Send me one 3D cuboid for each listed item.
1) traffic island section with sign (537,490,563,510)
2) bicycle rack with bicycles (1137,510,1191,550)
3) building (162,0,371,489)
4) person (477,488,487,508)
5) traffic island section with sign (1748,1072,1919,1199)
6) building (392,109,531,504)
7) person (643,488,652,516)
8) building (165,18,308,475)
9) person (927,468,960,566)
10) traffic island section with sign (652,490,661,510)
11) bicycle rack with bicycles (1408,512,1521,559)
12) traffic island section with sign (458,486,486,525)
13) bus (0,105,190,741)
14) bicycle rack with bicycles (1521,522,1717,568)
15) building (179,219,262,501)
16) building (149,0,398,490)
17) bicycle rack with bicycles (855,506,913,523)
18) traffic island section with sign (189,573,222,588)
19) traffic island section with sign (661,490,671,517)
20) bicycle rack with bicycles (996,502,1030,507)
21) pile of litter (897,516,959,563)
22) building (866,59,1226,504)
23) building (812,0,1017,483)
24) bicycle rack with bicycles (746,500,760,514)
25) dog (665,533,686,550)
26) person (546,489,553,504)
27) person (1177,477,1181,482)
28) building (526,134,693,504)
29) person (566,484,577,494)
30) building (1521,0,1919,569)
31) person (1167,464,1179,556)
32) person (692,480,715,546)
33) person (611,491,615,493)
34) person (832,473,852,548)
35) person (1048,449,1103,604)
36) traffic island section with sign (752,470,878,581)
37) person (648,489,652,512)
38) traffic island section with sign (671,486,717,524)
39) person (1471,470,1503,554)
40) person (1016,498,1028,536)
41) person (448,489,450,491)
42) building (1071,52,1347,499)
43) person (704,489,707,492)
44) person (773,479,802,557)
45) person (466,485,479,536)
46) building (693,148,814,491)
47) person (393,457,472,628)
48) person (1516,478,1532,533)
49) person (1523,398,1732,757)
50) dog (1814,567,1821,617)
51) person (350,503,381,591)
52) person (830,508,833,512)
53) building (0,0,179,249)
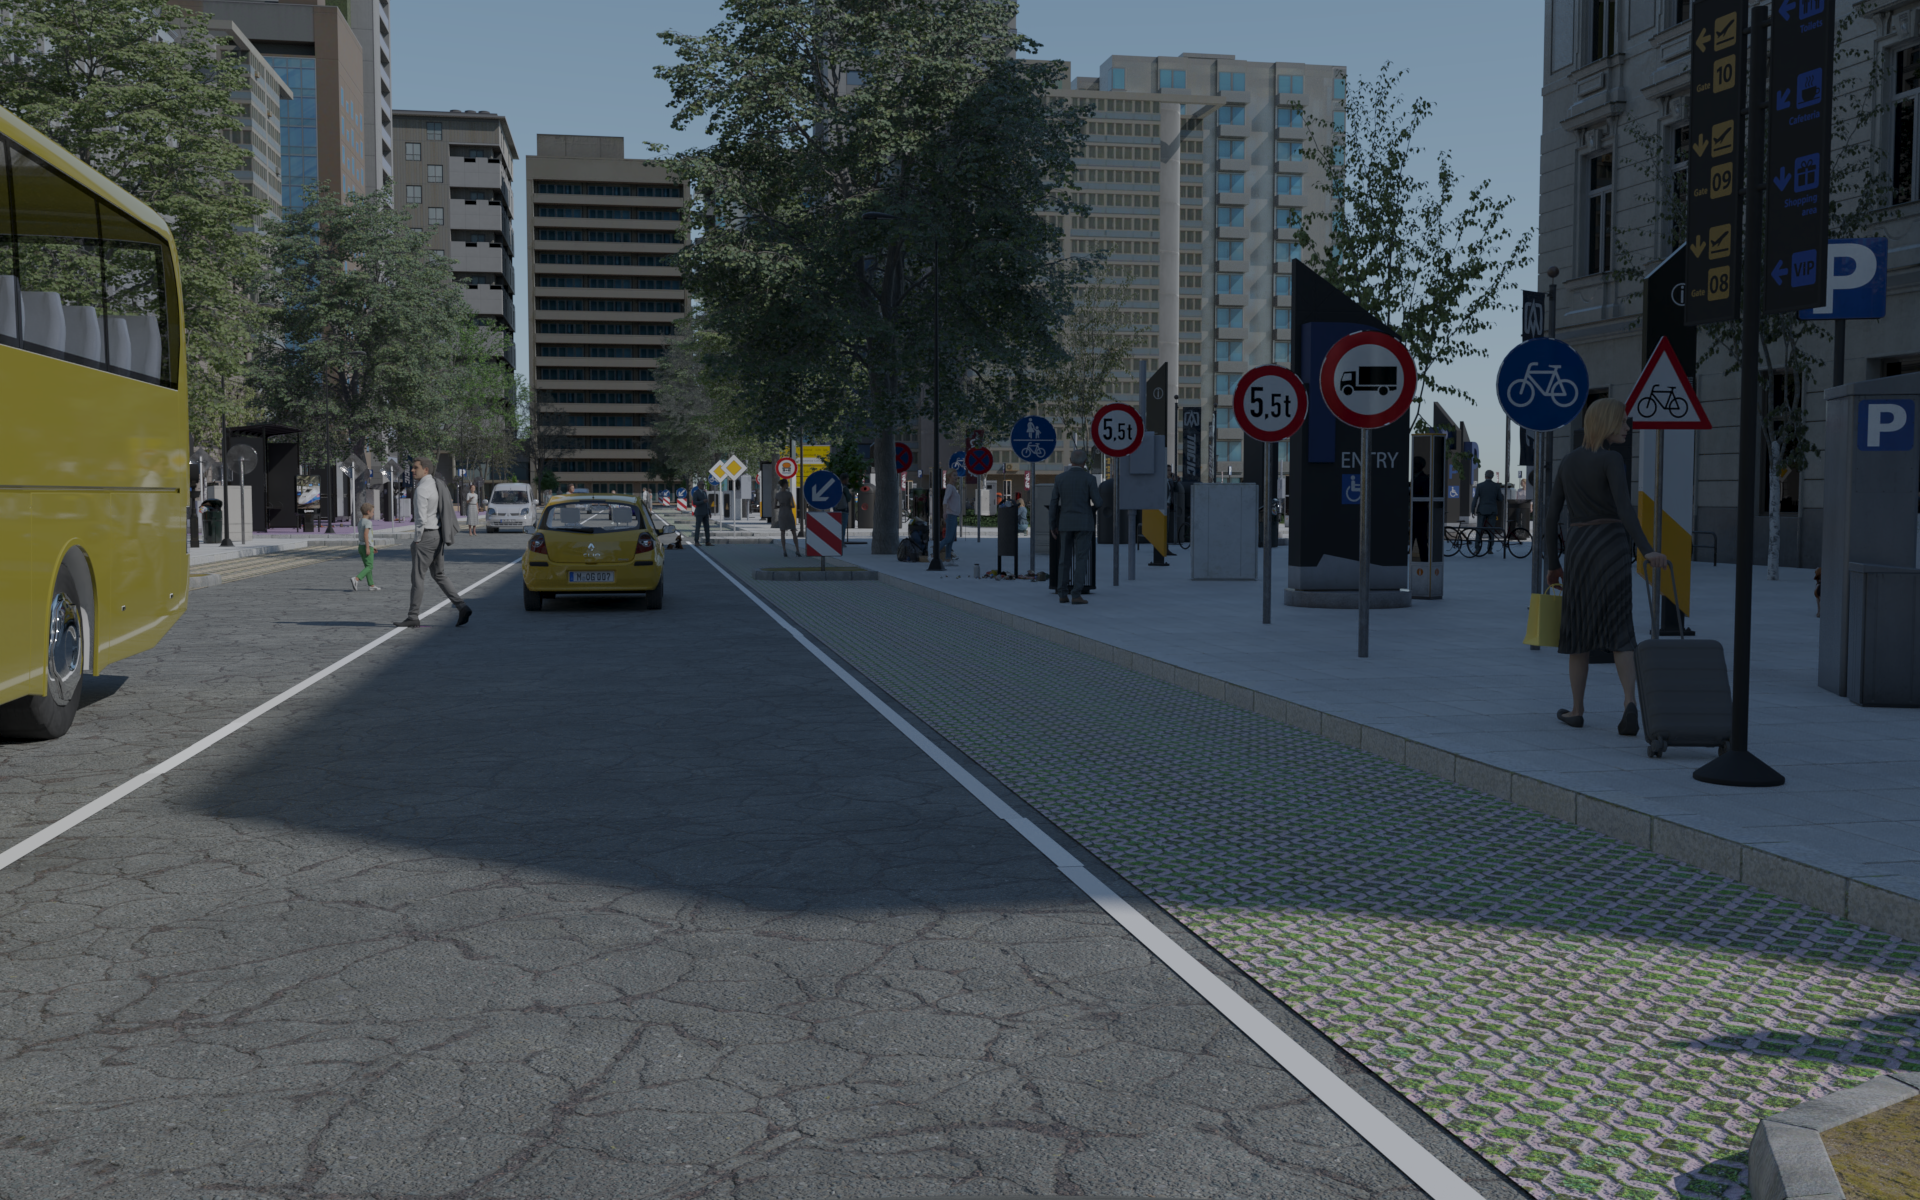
[{"bbox_3d":[-37.277,-9.063,156.815,1.989,1.847,2.006,-1,4,-11],"label":"traffic island section with sign"},{"bbox_3d":[5.144,-1.557,38.838,2.852,0.926,2.925,0,4,-4],"label":"bicycle rack with bicycles"},{"bbox_3d":[-61.835,-30.964,156.367,14.600,45.320,14.200,-1,4,-11],"label":"building"},{"bbox_3d":[-45.559,-9.696,164.601,1.348,1.821,0.705,-3,5,-41],"label":"person"},{"bbox_3d":[2.531,0.353,2.861,1.989,1.847,2.006,-1,4,-11],"label":"traffic island section with sign"},{"bbox_3d":[-72.572,-39.574,236.272,27.495,52.752,28.713,-1,4,-11],"label":"building"},{"bbox_3d":[-19.694,-6.122,108.698,0.850,1.850,0.679,1,4,23],"label":"person"},{"bbox_3d":[-67.148,-27.150,135.783,32.217,40.220,23.993,-1,4,-11],"label":"building"},{"bbox_3d":[-0.277,-1.463,30.632,0.598,1.740,0.731,0,4,-6],"label":"person"},{"bbox_3d":[-27.063,-9.191,158.894,1.989,1.847,2.006,-1,4,-11],"label":"traffic island section with sign"},{"bbox_3d":[9.631,-1.313,34.844,2.852,0.926,2.925,-2,4,-29],"label":"bicycle rack with bicycles"},{"bbox_3d":[-22.901,-4.427,81.005,1.989,1.847,2.006,-1,4,-11],"label":"traffic island section with sign"},{"bbox_3d":[-5.804,-0.952,7.110,2.896,3.916,12.252,-1,4,-13],"label":"bus"},{"bbox_3d":[12.228,-1.085,31.123,2.852,0.926,2.925,-1,4,-15],"label":"bicycle rack with bicycles"},{"bbox_3d":[-49.880,-14.724,105.373,10.561,19.102,19.286,-1,4,-11],"label":"building"},{"bbox_3d":[-71.986,-38.642,173.790,28.212,58.520,21.231,-1,4,-11],"label":"building"},{"bbox_3d":[-3.018,-3.909,77.287,2.925,0.926,2.852,1,4,9],"label":"bicycle rack with bicycles"},{"bbox_3d":[-12.636,-1.116,26.867,1.989,1.847,2.006,-1,4,-11],"label":"traffic island section with sign"},{"bbox_3d":[-17.800,-6.200,110.002,1.989,1.847,2.006,-1,4,-11],"label":"traffic island section with sign"},{"bbox_3d":[3.436,-6.106,113.213,2.925,0.926,2.852,-1,4,-14],"label":"bicycle rack with bicycles"},{"bbox_3d":[-0.554,-1.175,33.181,1.176,0.858,1.719,3,5,39],"label":"pile of litter"},{"bbox_3d":[5.263,-28.581,159.173,32.217,40.220,23.993,-1,4,-11],"label":"building"},{"bbox_3d":[-5.016,-39.232,183.440,21.231,58.520,28.212,-1,4,-11],"label":"building"},{"bbox_3d":[-13.810,-6.090,112.960,2.852,0.926,2.925,3,5,40],"label":"bicycle rack with bicycles"},{"bbox_3d":[-7.432,-1.505,44.800,0.748,0.427,0.550,-1,4,-18],"label":"dog"},{"bbox_3d":[-22.927,-5.345,96.899,0.512,1.701,0.522,-3,4,-36],"label":"person"},{"bbox_3d":[6.034,-2.488,47.296,0.524,1.755,0.480,0,4,-6],"label":"person"},{"bbox_3d":[-47.770,-37.532,237.354,21.600,48.544,21.300,-1,4,-11],"label":"building"},{"bbox_3d":[-13.145,-3.047,58.682,0.532,1.782,0.716,1,4,13],"label":"person"},{"bbox_3d":[24.574,-14.801,18.407,17.030,29.872,44.131,-1,4,-11],"label":"building"},{"bbox_3d":[4.353,-1.890,36.305,0.474,1.900,0.648,1,4,13],"label":"person"},{"bbox_3d":[-7.001,-2.367,47.375,0.590,1.801,0.661,2,4,32],"label":"person"},{"bbox_3d":[-16.475,-4.409,82.403,0.589,1.601,0.330,0,4,3],"label":"person"},{"bbox_3d":[-2.847,-2.136,41.317,0.623,1.781,0.721,1,4,21],"label":"person"},{"bbox_3d":[1.381,-0.863,20.336,0.661,1.801,0.590,1,4,20],"label":"person"},{"bbox_3d":[-2.503,-1.267,29.344,1.989,1.847,2.006,-1,4,-11],"label":"traffic island section with sign"},{"bbox_3d":[-21.070,-6.605,116.844,0.532,1.782,0.716,-2,4,-30],"label":"person"},{"bbox_3d":[-12.774,-4.580,83.518,1.989,1.847,2.006,-1,4,-11],"label":"traffic island section with sign"},{"bbox_3d":[11.304,-1.894,37.189,0.661,1.801,0.590,1,4,9],"label":"person"},{"bbox_3d":[1.691,-2.525,52.822,0.738,1.151,1.012,2,4,29],"label":"person"},{"bbox_3d":[-44.557,-8.791,150.491,0.721,1.735,1.217,-1,4,-12],"label":"person"},{"bbox_3d":[26.498,-34.987,191.647,30.456,49.044,23.786,-1,4,-11],"label":"building"},{"bbox_3d":[-21.605,-8.583,147.044,0.551,1.740,0.621,1,4,9],"label":"person"},{"bbox_3d":[-3.911,-1.864,39.323,0.599,1.781,0.374,1,4,13],"label":"person"},{"bbox_3d":[-16.572,-3.056,59.036,0.524,1.755,0.480,2,4,34],"label":"person"},{"bbox_3d":[-21.847,-38.128,242.998,30.456,49.044,23.786,-1,4,-11],"label":"building"},{"bbox_3d":[-5.675,-0.613,18.628,0.850,1.850,0.679,0,4,4],"label":"person"},{"bbox_3d":[16.639,-2.732,51.382,0.731,1.740,0.598,2,4,28],"label":"person"},{"bbox_3d":[3.454,-0.169,9.030,0.699,1.804,1.509,0,4,4],"label":"person"},{"bbox_3d":[9.037,-0.076,18.081,0.406,0.507,0.540,-2,4,-25],"label":"dog"},{"bbox_3d":[-8.780,-0.782,25.532,0.306,1.304,0.590,2,4,27],"label":"person"},{"bbox_3d":[-4.962,-3.707,67.226,0.524,1.755,0.480,-1,4,-12],"label":"person"},{"bbox_3d":[-45.682,-18.519,80.281,11.434,29.767,29.804,-1,4,-11],"label":"building"}]
